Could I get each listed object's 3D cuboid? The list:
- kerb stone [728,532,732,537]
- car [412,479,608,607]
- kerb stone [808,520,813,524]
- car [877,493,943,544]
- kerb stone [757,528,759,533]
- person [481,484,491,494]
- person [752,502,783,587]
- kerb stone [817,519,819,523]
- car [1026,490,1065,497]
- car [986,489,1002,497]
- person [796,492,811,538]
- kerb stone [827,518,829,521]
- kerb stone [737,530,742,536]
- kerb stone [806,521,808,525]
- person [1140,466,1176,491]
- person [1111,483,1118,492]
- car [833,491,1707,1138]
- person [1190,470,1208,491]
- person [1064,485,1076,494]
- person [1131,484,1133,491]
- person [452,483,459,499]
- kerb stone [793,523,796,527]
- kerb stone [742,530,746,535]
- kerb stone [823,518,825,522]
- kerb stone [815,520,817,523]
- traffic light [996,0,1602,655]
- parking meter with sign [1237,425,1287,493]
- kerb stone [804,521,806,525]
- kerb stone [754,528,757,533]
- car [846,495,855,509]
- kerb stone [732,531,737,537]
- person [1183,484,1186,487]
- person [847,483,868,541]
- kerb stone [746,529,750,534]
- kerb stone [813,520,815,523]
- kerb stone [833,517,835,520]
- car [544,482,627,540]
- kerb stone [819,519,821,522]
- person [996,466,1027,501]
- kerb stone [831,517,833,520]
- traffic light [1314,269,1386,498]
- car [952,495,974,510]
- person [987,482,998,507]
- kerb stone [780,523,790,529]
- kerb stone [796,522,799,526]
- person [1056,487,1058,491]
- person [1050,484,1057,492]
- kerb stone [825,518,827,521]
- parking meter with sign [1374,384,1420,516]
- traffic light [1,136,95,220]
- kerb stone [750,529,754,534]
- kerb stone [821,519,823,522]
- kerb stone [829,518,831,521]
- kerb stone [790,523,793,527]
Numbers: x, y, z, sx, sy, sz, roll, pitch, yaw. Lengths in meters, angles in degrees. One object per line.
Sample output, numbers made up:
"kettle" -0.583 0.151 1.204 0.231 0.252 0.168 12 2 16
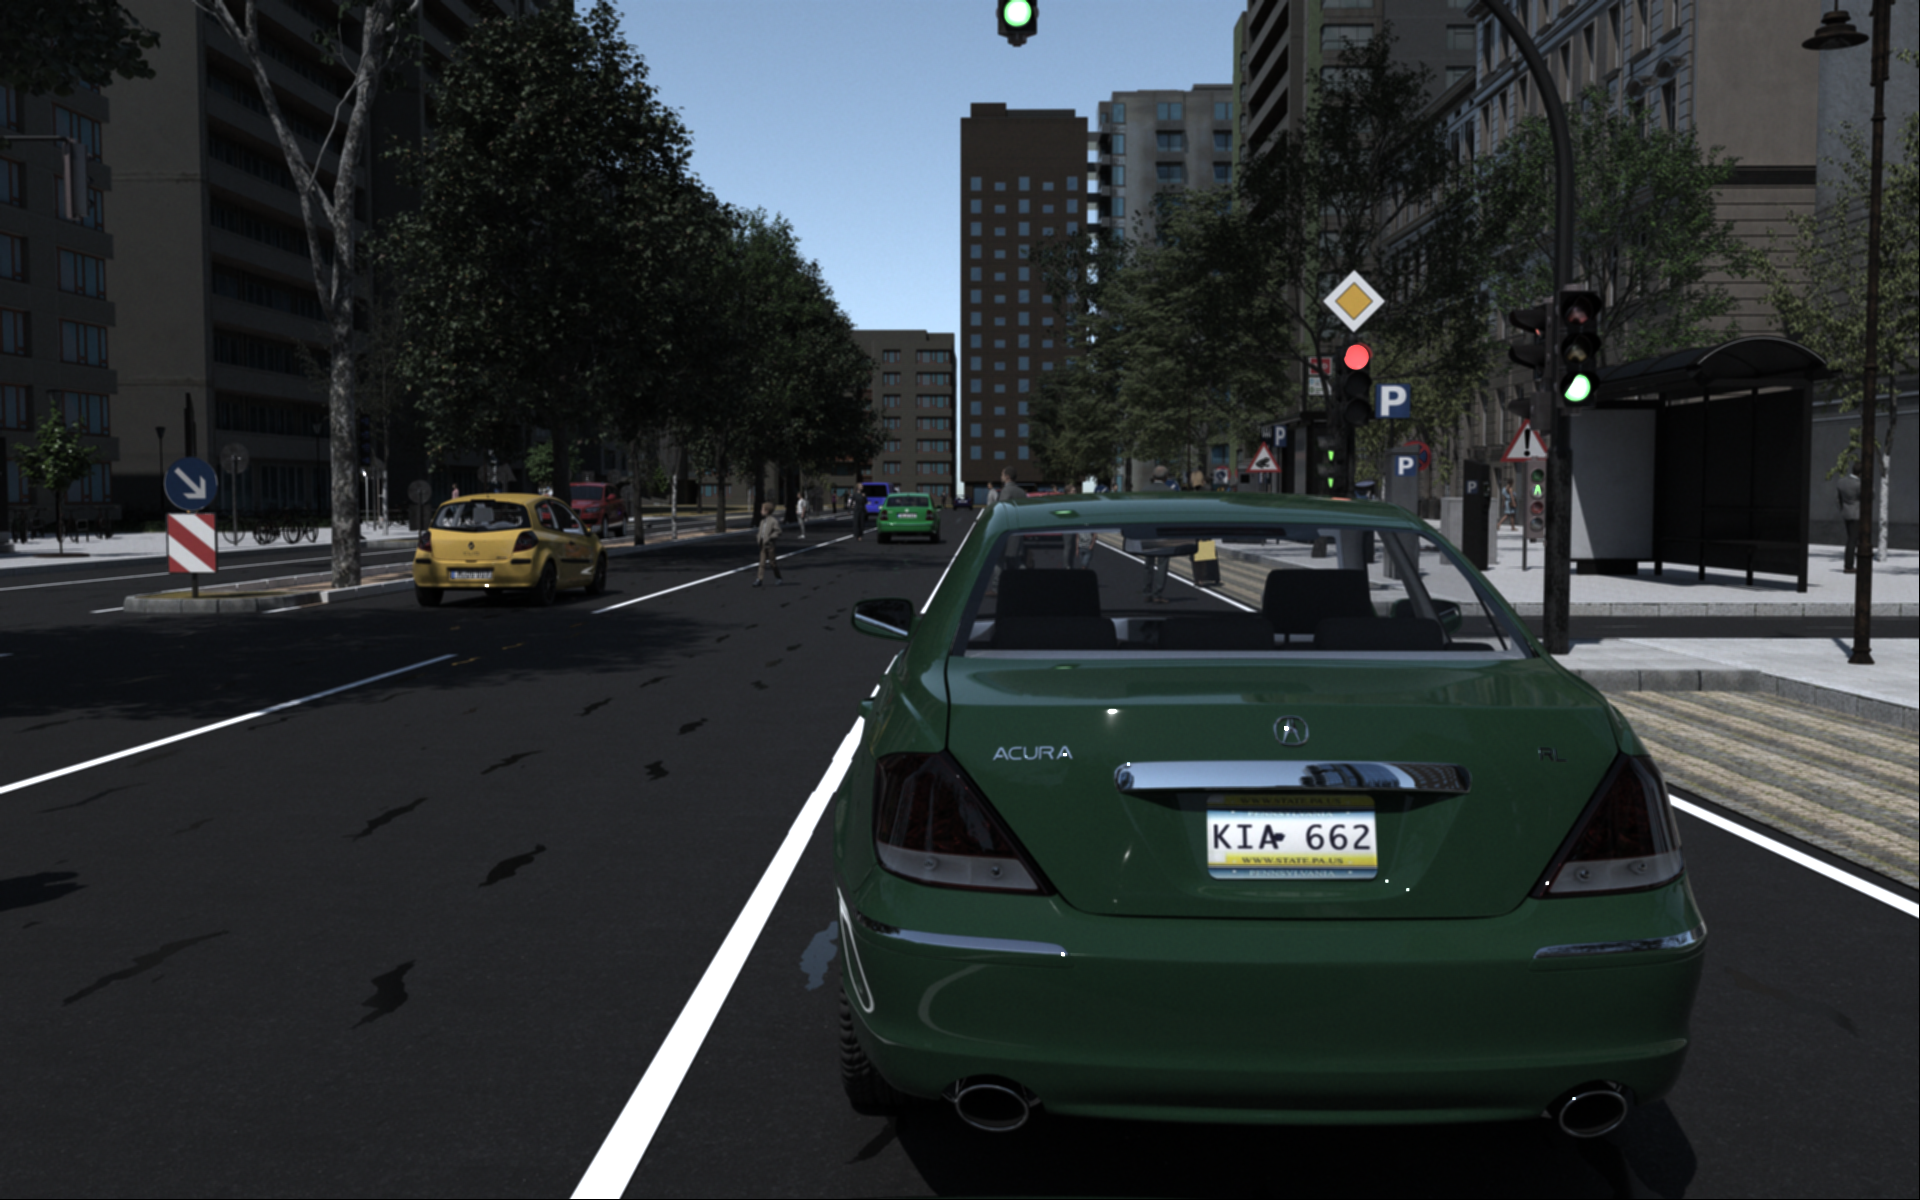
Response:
"kerb stone" -7.720 -2.133 57.070 0.120 0.150 1.000 0 4 1
"car" -5.996 -0.813 23.510 2.015 1.641 3.980 0 4 3
"kerb stone" -7.250 -3.692 82.690 0.120 0.150 1.000 0 4 1
"car" -1.491 -2.604 51.368 1.959 1.807 4.718 0 4 0
"kerb stone" -7.591 -2.572 64.243 0.120 0.150 1.000 0 4 1
"person" -26.006 -5.466 95.188 0.659 1.850 0.755 1 4 18
"person" -2.965 -0.865 26.915 0.475 1.303 0.640 2 4 29
"kerb stone" -7.194 -3.888 85.766 0.120 0.150 1.000 0 4 1
"car" 2.331 -2.321 46.981 2.155 1.783 4.494 0 4 0
"car" 3.209 -7.720 134.899 2.281 1.827 5.304 0 4 0
"person" -5.145 -2.777 56.501 0.503 1.515 0.523 2 4 29
"kerb stone" -7.100 -4.201 90.885 0.120 0.150 1.000 0 4 1
"kerb stone" -7.676 -2.258 59.114 0.120 0.150 1.000 0 4 1
"kerb stone" -7.292 -3.571 80.628 0.120 0.150 1.000 0 4 1
"person" 2.642 -0.865 22.813 0.661 1.801 0.590 2 4 29
"person" 5.530 -3.318 62.762 0.620 1.820 0.660 2 4 33
"car" 0.665 0.387 5.470 2.131 1.459 4.920 0 4 2
"person" 3.807 -1.113 26.912 0.699 1.804 1.509 2 4 23
"person" 1.961 -1.269 31.058 0.330 1.601 0.589 2 4 31
"person" 8.923 -5.150 90.251 0.388 1.821 0.555 0 4 -6
"person" -25.757 -5.028 88.255 0.555 1.821 0.388 2 4 35
"kerb stone" -7.383 -3.260 75.512 0.120 0.150 1.000 0 4 1
"kerb stone" -7.664 -2.320 60.136 0.120 0.150 1.000 0 4 1
"kerb stone" -7.149 -4.074 88.835 0.120 0.150 1.000 0 4 1
"kerb stone" -7.213 -3.823 84.733 0.120 0.150 1.000 0 4 1
"traffic light" 2.668 -2.389 13.726 4.771 5.953 1.251 0 4 1
"parking meter with sign" 7.529 -2.958 44.627 0.543 3.016 1.738 -3 5 -43
"kerb stone" -7.307 -3.506 79.604 0.120 0.150 1.000 0 4 1
"kerb stone" -7.612 -2.508 63.207 0.120 0.150 1.000 0 4 1
"car" -10.307 -9.743 171.661 2.083 1.381 4.827 0 4 1
"kerb stone" -7.696 -2.190 58.092 0.120 0.150 1.000 0 4 1
"person" 11.239 -4.915 86.384 0.713 1.824 0.794 -1 4 -21
"person" -3.104 -2.683 52.782 0.576 1.772 0.534 -3 5 -40
"kerb stone" -7.647 -2.383 61.163 0.120 0.150 1.000 0 4 1
"kerb stone" -7.227 -3.762 83.711 0.120 0.150 1.000 0 4 1
"kerb stone" -7.043 -4.385 93.952 0.120 0.150 1.000 0 4 1
"car" -11.815 -2.799 54.433 2.281 1.827 5.304 0 4 0
"kerb stone" -7.177 -3.951 86.790 0.120 0.150 1.000 0 4 1
"person" 0.672 -0.937 23.914 0.767 1.812 0.694 2 4 32
"kerb stone" -7.065 -4.326 92.929 0.120 0.150 1.000 0 4 1
"traffic light" 4.907 -2.012 21.813 0.839 4.253 0.868 0 4 1
"car" 0.266 -8.712 155.023 1.945 1.354 3.894 0 4 1
"person" 1.145 -2.974 56.970 0.795 1.843 0.661 -1 4 -15
"kerb stone" -7.429 -3.123 73.468 0.120 0.150 1.000 0 4 1
"kerb stone" -7.358 -3.322 76.537 0.120 0.150 1.000 0 4 1
"person" 4.668 -4.573 83.617 0.601 1.785 0.444 -1 4 -12
"person" 3.669 -3.511 66.078 0.592 1.802 0.473 -3 4 -37
"kerb stone" -7.117 -4.139 89.862 0.120 0.150 1.000 0 4 1
"parking meter with sign" 6.760 -1.855 26.595 0.543 3.016 1.738 0 4 5
"traffic light" -13.558 -2.905 22.168 4.771 5.953 1.251 0 4 1
"kerb stone" -7.618 -2.446 62.184 0.120 0.150 1.000 0 4 1
"kerb stone" -7.157 -4.013 87.813 0.120 0.150 1.000 0 4 1
"kerb stone" -7.084 -4.262 91.907 0.120 0.150 1.000 0 4 1
"kerb stone" -7.400 -3.192 74.490 0.120 0.150 1.000 0 4 1
